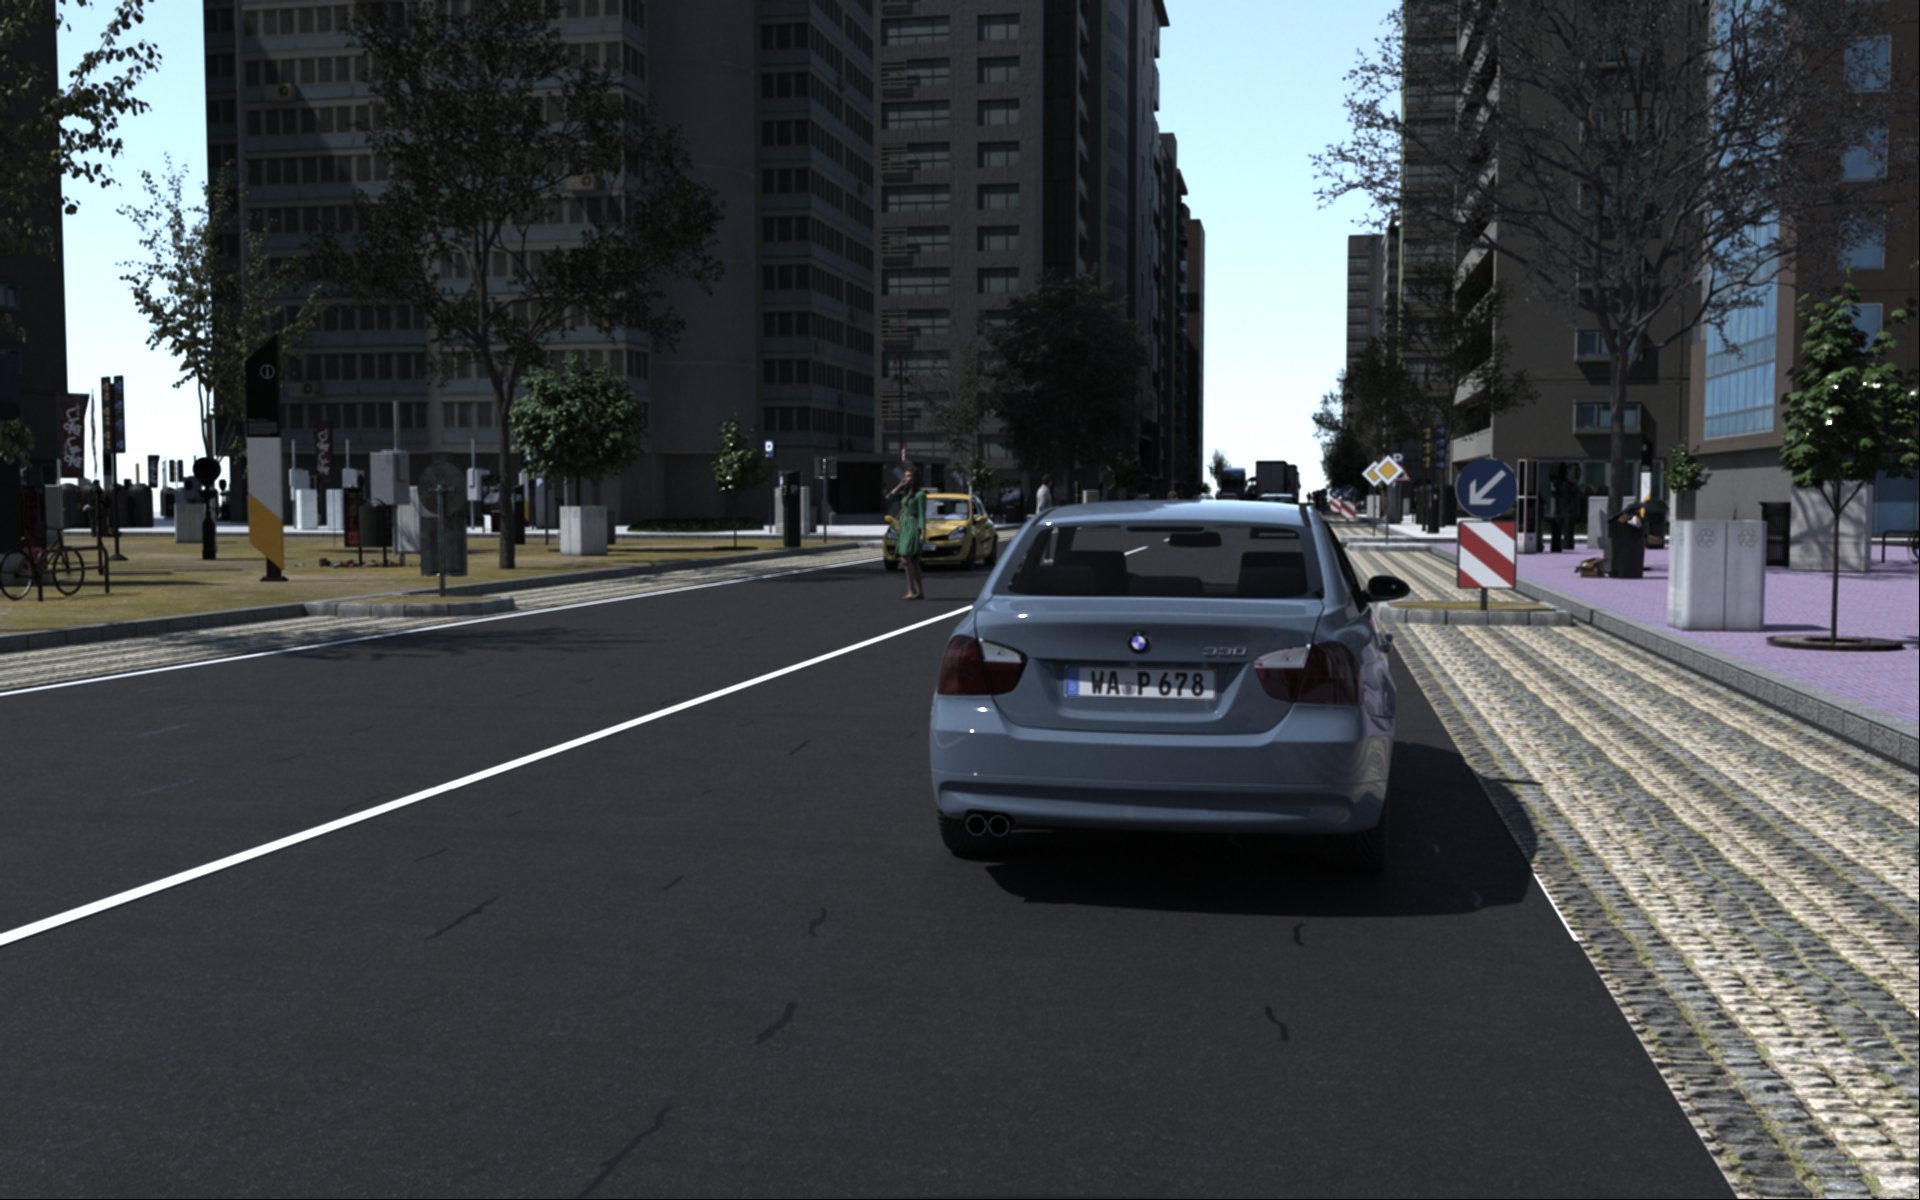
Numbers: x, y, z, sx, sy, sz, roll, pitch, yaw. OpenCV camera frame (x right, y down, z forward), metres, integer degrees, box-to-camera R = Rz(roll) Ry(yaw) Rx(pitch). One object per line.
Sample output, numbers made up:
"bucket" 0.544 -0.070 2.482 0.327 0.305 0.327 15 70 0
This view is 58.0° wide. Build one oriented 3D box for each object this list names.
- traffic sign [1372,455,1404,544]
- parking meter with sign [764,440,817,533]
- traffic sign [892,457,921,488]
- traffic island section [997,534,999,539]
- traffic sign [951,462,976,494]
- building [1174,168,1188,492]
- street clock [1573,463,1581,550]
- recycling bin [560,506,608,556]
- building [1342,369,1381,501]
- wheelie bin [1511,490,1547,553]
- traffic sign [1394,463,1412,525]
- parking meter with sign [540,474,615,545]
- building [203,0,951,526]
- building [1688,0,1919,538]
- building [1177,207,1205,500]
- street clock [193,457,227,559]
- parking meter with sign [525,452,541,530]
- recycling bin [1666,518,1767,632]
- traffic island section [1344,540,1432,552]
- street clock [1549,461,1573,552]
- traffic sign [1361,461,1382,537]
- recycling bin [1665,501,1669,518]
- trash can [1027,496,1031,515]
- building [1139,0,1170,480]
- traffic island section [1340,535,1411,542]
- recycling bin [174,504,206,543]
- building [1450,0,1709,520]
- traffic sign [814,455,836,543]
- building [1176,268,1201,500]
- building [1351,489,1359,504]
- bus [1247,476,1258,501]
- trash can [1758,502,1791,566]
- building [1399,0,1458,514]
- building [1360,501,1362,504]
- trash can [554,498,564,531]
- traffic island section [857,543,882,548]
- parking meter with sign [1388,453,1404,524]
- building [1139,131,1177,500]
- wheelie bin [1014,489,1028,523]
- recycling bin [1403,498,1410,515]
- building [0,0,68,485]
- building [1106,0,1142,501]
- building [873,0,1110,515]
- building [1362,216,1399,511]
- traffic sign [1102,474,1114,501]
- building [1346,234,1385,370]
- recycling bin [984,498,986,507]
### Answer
"traffic sign" 10.910 -2.481 44.202 0.795 2.450 0.064 1 4 11
"parking meter with sign" -5.537 -3.711 56.933 1.738 3.016 0.543 -3 5 -39
"traffic sign" -1.445 -2.630 46.642 0.795 2.450 0.064 1 4 11
"traffic island section" 0.071 -1.973 54.544 2.009 0.180 2.903 1 4 11
"traffic sign" 0.095 -3.109 54.478 0.795 2.450 0.064 1 4 11
"building" 18.498 -35.142 229.195 22.147 44.769 28.867 1 4 11
"street clock" 14.020 -2.158 39.854 0.471 2.002 0.358 -2 4 -24
"recycling bin" -7.879 -1.450 36.257 0.722 1.027 0.722 3 4 38
"building" 69.856 -24.844 251.243 27.650 21.520 28.899 1 4 11
"wheelie bin" 12.445 -1.837 37.945 0.693 1.594 0.980 0 4 7
"traffic sign" 18.426 -4.428 72.404 0.884 2.594 0.081 1 4 12
"parking meter with sign" -9.650 -2.914 43.898 1.738 3.016 0.543 -1 4 -22
"building" -17.321 -23.754 80.257 32.217 40.220 23.993 1 4 11
"building" 32.351 -24.723 54.330 14.200 45.320 14.600 1 4 11
"building" 31.324 -38.180 274.356 14.600 45.320 14.200 1 4 11
"street clock" -14.800 -1.805 34.083 0.471 2.002 0.358 0 4 -2
"parking meter with sign" -15.073 -4.082 63.001 0.543 3.016 1.738 1 4 20
"recycling bin" 7.192 -0.240 16.479 0.722 1.027 0.722 1 4 10
"traffic island section" 10.935 -1.345 44.275 2.009 0.180 2.903 1 4 11
"street clock" 13.174 -2.057 38.196 0.358 2.002 0.471 3 5 43
"traffic sign" 12.450 -2.960 52.038 0.795 2.450 0.064 1 4 11
"recycling bin" 27.452 -3.300 66.509 0.722 1.027 0.722 -3 5 -42
"trash can" 3.904 -5.700 104.853 0.748 1.137 0.748 0 3 0
"building" 5.450 -35.666 172.369 28.713 52.752 27.495 1 4 11
"traffic island section" 12.475 -1.824 52.111 2.009 0.180 2.903 1 4 11
"recycling bin" -20.211 -2.016 45.520 0.722 1.027 0.722 -1 4 -19
"building" 35.001 -27.922 80.233 21.300 48.544 21.600 1 4 11
"traffic sign" -3.544 -2.651 45.475 0.606 2.300 0.079 1 4 15
"building" 19.477 -34.551 256.787 32.217 40.220 23.993 1 4 11
"building" 67.543 -32.537 223.867 32.217 40.220 23.993 1 4 11
"bus" 41.960 -15.435 243.906 2.896 3.916 12.252 1 4 13
"trash can" 14.631 -1.177 30.898 0.748 1.137 0.748 0 3 0
"building" 36.645 -26.463 116.259 14.154 41.232 14.086 1 4 11
"building" 59.427 -29.959 181.714 32.217 40.220 23.993 1 4 11
"trash can" -13.906 -3.018 60.995 0.748 1.137 0.748 0 3 0
"traffic island section" -1.469 -1.494 46.708 2.009 0.180 2.903 1 4 11
"parking meter with sign" 18.587 -4.756 74.024 0.543 3.016 1.738 0 4 8
"building" 16.351 -31.079 191.733 14.154 41.232 14.086 1 4 11
"wheelie bin" 2.611 -4.237 77.177 0.693 1.594 0.980 1 4 15
"recycling bin" 26.586 -5.616 104.369 0.722 1.027 0.722 -3 4 -36
"building" -55.989 -27.640 75.620 21.600 48.544 21.300 1 4 11
"building" 3.226 -36.807 143.786 21.231 58.520 28.212 1 4 11
"building" 1.898 -26.204 112.033 14.154 41.232 14.086 1 4 11
"building" 54.249 -28.529 158.324 32.217 40.220 23.993 1 4 11
"traffic sign" 9.532 -6.803 111.339 0.768 2.556 0.104 1 4 12
"building" 67.924 -36.042 272.880 14.154 41.232 14.086 1 4 11
"recycling bin" 1.021 -5.380 100.518 0.722 1.027 0.722 -3 5 -41
